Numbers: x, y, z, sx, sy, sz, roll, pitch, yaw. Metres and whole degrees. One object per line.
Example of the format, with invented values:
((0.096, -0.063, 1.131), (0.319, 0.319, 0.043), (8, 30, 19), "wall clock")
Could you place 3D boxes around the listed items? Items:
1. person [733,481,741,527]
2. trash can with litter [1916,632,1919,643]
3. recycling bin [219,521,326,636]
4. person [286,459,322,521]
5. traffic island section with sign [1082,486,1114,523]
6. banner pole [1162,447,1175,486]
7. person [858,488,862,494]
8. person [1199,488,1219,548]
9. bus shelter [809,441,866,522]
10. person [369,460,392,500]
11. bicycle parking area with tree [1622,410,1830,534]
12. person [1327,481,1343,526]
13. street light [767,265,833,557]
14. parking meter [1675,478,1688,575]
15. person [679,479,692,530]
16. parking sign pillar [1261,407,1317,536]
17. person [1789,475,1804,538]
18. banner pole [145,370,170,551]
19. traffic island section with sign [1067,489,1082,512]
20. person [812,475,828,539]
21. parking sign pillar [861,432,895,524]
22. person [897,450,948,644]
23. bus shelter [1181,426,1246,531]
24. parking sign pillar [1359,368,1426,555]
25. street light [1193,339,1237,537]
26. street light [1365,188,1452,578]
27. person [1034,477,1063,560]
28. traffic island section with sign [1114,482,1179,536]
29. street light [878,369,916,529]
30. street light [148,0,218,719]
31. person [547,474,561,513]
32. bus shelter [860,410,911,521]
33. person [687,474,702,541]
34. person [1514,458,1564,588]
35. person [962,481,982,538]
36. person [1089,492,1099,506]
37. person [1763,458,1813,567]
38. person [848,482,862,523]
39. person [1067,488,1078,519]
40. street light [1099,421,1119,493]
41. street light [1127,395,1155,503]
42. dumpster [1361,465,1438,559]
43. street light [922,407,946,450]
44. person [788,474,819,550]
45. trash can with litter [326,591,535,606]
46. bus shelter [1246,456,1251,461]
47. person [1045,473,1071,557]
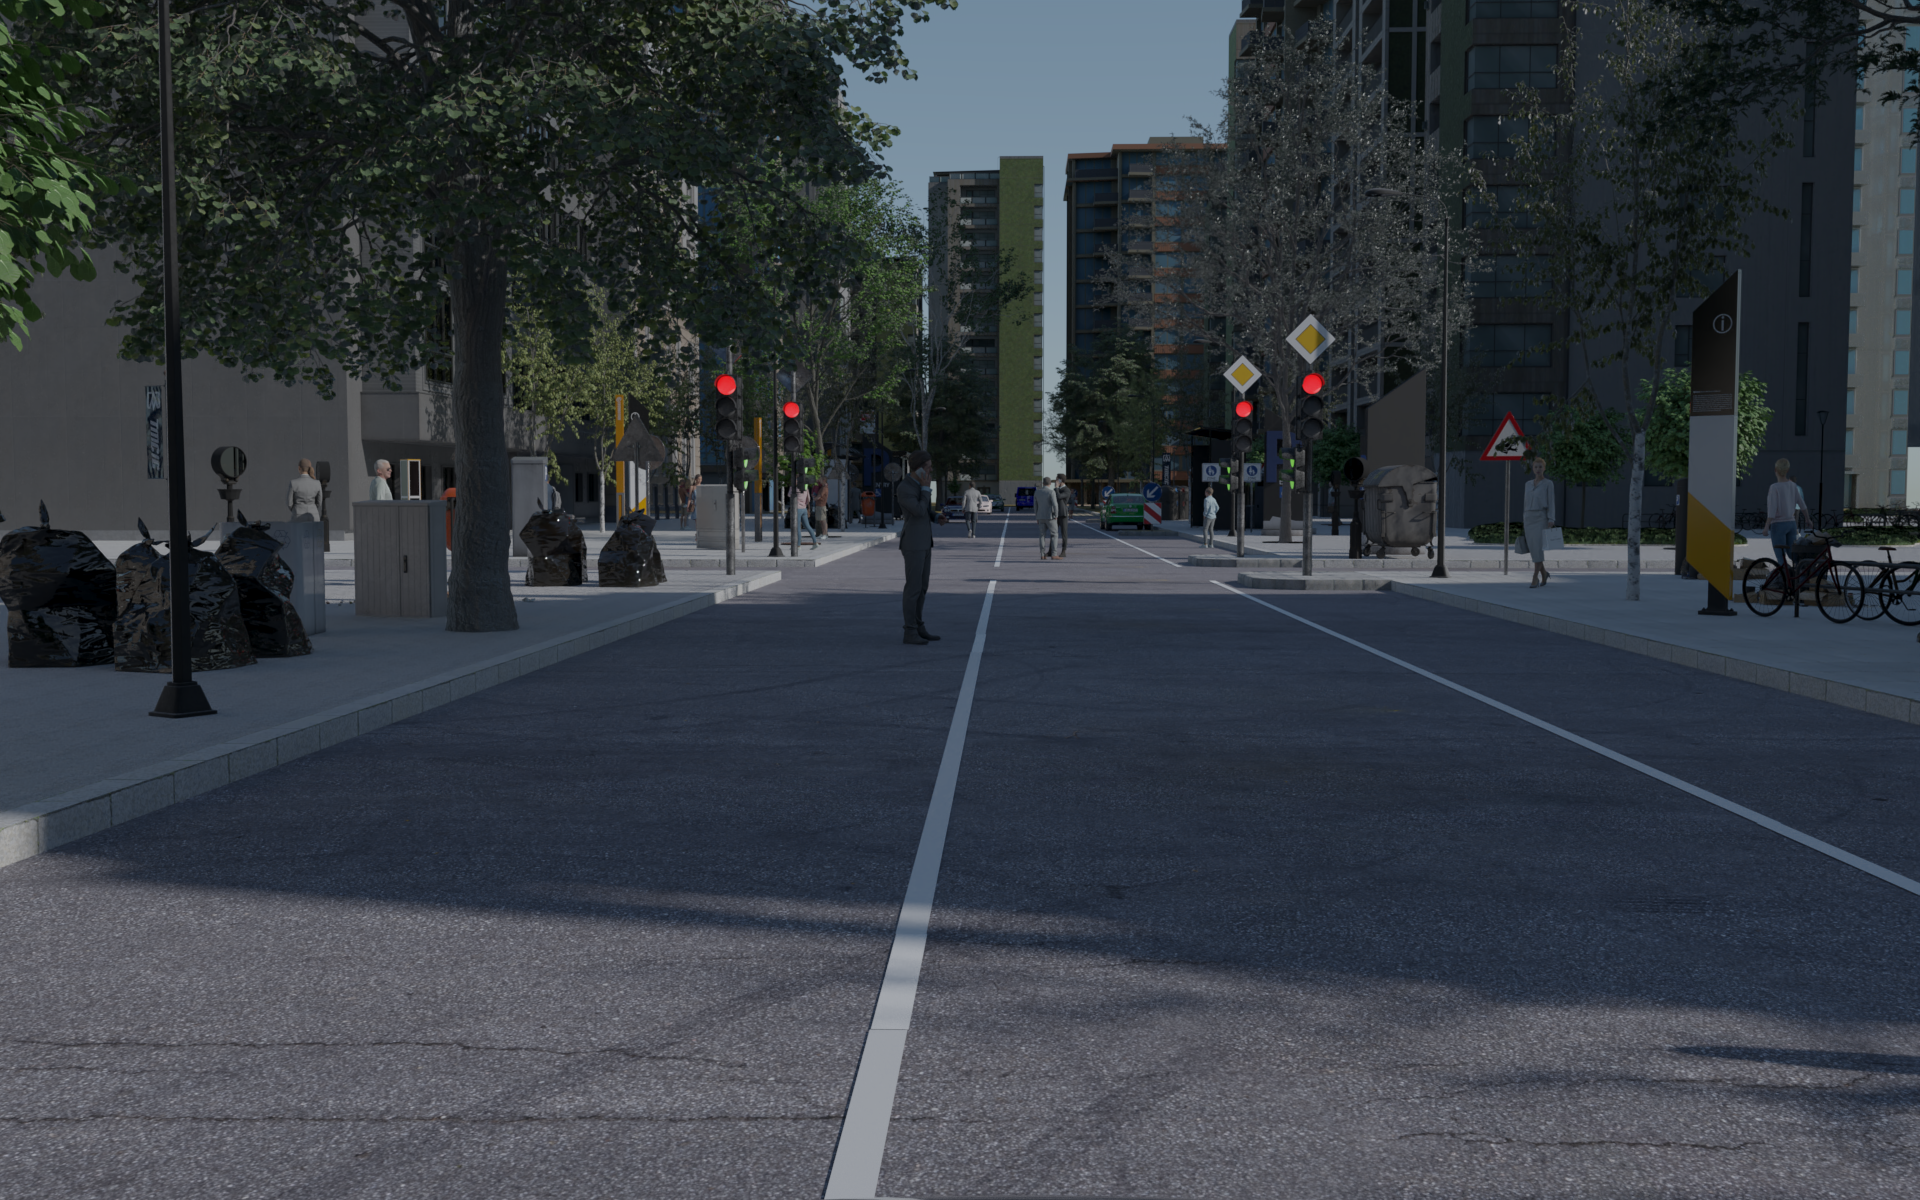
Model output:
((-8.225, -3.461, 63.305), (0.731, 1.740, 0.598), (3, 5, 39), "person")
((9.125, -0.222, 14.683), (2.233, 1.210, 1.678), (0, 4, -4), "trash can with litter")
((-6.248, -0.197, 15.770), (0.722, 1.027, 0.722), (0, 4, -3), "recycling bin")
((-9.535, -1.143, 25.006), (0.573, 1.790, 0.520), (3, 4, 37), "person")
((7.321, -4.802, 87.142), (1.989, 1.847, 2.006), (0, 4, 2), "traffic island section with sign")
((11.124, -6.235, 91.953), (0.863, 3.779, 0.401), (0, 4, 6), "banner pole")
((-9.113, -9.112, 155.032), (1.348, 1.823, 0.705), (3, 4, 38), "person")
((6.662, -2.202, 46.320), (0.589, 1.601, 0.330), (-3, 4, -37), "person")
((-4.990, -4.617, 69.416), (2.014, 3.302, 5.546), (0, 4, 2), "bus shelter")
((-8.179, -1.093, 24.397), (0.515, 1.767, 0.782), (-2, 4, -27), "person")
((27.366, -4.361, 58.305), (8.231, 4.147, 9.016), (-1, 4, -13), "bicycle parking area with tree")
((14.946, -3.873, 69.495), (0.853, 1.813, 0.709), (-2, 4, -29), "person")
((-3.222, -3.835, 35.239), (1.470, 5.913, 1.316), (0, 4, 2), "street light")
((11.531, -1.162, 27.414), (0.372, 1.533, 0.369), (0, 3, 0), "parking meter")
((-9.860, -3.441, 62.279), (0.580, 1.828, 0.573), (0, 4, 6), "person")
((10.776, -4.117, 55.778), (1.447, 3.967, 1.447), (-3, 5, -39), "parking sign pillar")
((23.883, -2.662, 49.580), (0.660, 1.820, 0.620), (-2, 4, -26), "person")
((-16.206, -2.759, 35.128), (0.863, 3.779, 0.401), (2, 4, 25), "banner pole")
((8.844, -7.850, 136.983), (1.989, 1.847, 2.006), (0, 4, 2), "traffic island section with sign")
((-3.976, -2.665, 49.587), (0.580, 1.828, 0.573), (2, 4, 30), "person")
((-3.512, -5.219, 73.809), (1.447, 3.967, 1.447), (0, 4, -1), "parking sign pillar")
((-0.345, -0.511, 16.654), (0.447, 1.846, 0.655), (1, 4, 13), "person")
((9.205, -4.381, 62.907), (1.731, 3.624, 6.357), (0, 4, 2), "bus shelter")
((9.255, -2.974, 37.092), (1.447, 3.967, 1.447), (-1, 4, -9), "parking sign pillar")
((7.690, -4.868, 52.135), (1.470, 5.913, 1.316), (0, 4, 2), "street light")
((6.847, -3.298, 26.467), (1.470, 5.913, 1.316), (0, 4, 2), "street light")
((1.903, -1.787, 37.819), (0.635, 1.810, 0.391), (2, 4, 28), "person")
((6.486, -3.137, 59.925), (1.989, 1.847, 2.006), (0, 4, 2), "traffic island section with sign")
((-2.337, -5.600, 64.107), (1.470, 5.913, 1.316), (0, 4, 2), "street light")
((-3.977, -2.283, 9.868), (1.470, 5.913, 1.316), (0, 4, 2), "street light")
((-10.211, -2.224, 42.747), (0.721, 1.781, 0.623), (1, 4, 16), "person")
((-3.608, -6.586, 85.318), (2.179, 5.291, 8.768), (0, 4, 2), "bus shelter")
((-6.955, -2.425, 45.785), (0.616, 1.811, 0.778), (-2, 4, -24), "person")
((7.985, -1.063, 23.781), (0.624, 1.780, 0.694), (-2, 4, -24), "person")
((0.402, -2.939, 56.394), (0.661, 1.843, 0.795), (-1, 4, -8), "person")
((14.256, -10.810, 183.496), (1.217, 1.735, 0.721), (0, 4, -2), "person")
((10.764, -0.953, 22.290), (0.731, 1.740, 0.598), (-3, 4, -37), "person")
((-4.627, -4.284, 76.194), (0.694, 1.812, 0.767), (-2, 4, -34), "person")
((6.325, -5.483, 98.499), (0.716, 1.782, 0.532), (-2, 4, -28), "person")
((9.494, -8.399, 109.870), (1.470, 5.913, 1.316), (0, 4, 2), "street light")
((8.509, -6.634, 81.005), (1.470, 5.913, 1.316), (0, 4, 2), "street light")
((8.838, -1.776, 34.798), (1.264, 1.857, 1.865), (0, 4, 2), "dumpster")
((-1.472, -7.366, 92.975), (1.470, 5.913, 1.316), (0, 4, 2), "street light")
((-3.578, -2.022, 39.687), (0.643, 1.750, 0.593), (2, 4, 27), "person")
((-6.195, -0.579, 20.531), (2.233, 1.210, 1.678), (1, 4, 10), "trash can with litter")
((11.961, -5.241, 79.617), (2.014, 3.302, 5.546), (0, 4, 2), "bus shelter")
((2.219, -1.926, 39.357), (0.474, 1.900, 0.648), (-3, 4, -37), "person")
